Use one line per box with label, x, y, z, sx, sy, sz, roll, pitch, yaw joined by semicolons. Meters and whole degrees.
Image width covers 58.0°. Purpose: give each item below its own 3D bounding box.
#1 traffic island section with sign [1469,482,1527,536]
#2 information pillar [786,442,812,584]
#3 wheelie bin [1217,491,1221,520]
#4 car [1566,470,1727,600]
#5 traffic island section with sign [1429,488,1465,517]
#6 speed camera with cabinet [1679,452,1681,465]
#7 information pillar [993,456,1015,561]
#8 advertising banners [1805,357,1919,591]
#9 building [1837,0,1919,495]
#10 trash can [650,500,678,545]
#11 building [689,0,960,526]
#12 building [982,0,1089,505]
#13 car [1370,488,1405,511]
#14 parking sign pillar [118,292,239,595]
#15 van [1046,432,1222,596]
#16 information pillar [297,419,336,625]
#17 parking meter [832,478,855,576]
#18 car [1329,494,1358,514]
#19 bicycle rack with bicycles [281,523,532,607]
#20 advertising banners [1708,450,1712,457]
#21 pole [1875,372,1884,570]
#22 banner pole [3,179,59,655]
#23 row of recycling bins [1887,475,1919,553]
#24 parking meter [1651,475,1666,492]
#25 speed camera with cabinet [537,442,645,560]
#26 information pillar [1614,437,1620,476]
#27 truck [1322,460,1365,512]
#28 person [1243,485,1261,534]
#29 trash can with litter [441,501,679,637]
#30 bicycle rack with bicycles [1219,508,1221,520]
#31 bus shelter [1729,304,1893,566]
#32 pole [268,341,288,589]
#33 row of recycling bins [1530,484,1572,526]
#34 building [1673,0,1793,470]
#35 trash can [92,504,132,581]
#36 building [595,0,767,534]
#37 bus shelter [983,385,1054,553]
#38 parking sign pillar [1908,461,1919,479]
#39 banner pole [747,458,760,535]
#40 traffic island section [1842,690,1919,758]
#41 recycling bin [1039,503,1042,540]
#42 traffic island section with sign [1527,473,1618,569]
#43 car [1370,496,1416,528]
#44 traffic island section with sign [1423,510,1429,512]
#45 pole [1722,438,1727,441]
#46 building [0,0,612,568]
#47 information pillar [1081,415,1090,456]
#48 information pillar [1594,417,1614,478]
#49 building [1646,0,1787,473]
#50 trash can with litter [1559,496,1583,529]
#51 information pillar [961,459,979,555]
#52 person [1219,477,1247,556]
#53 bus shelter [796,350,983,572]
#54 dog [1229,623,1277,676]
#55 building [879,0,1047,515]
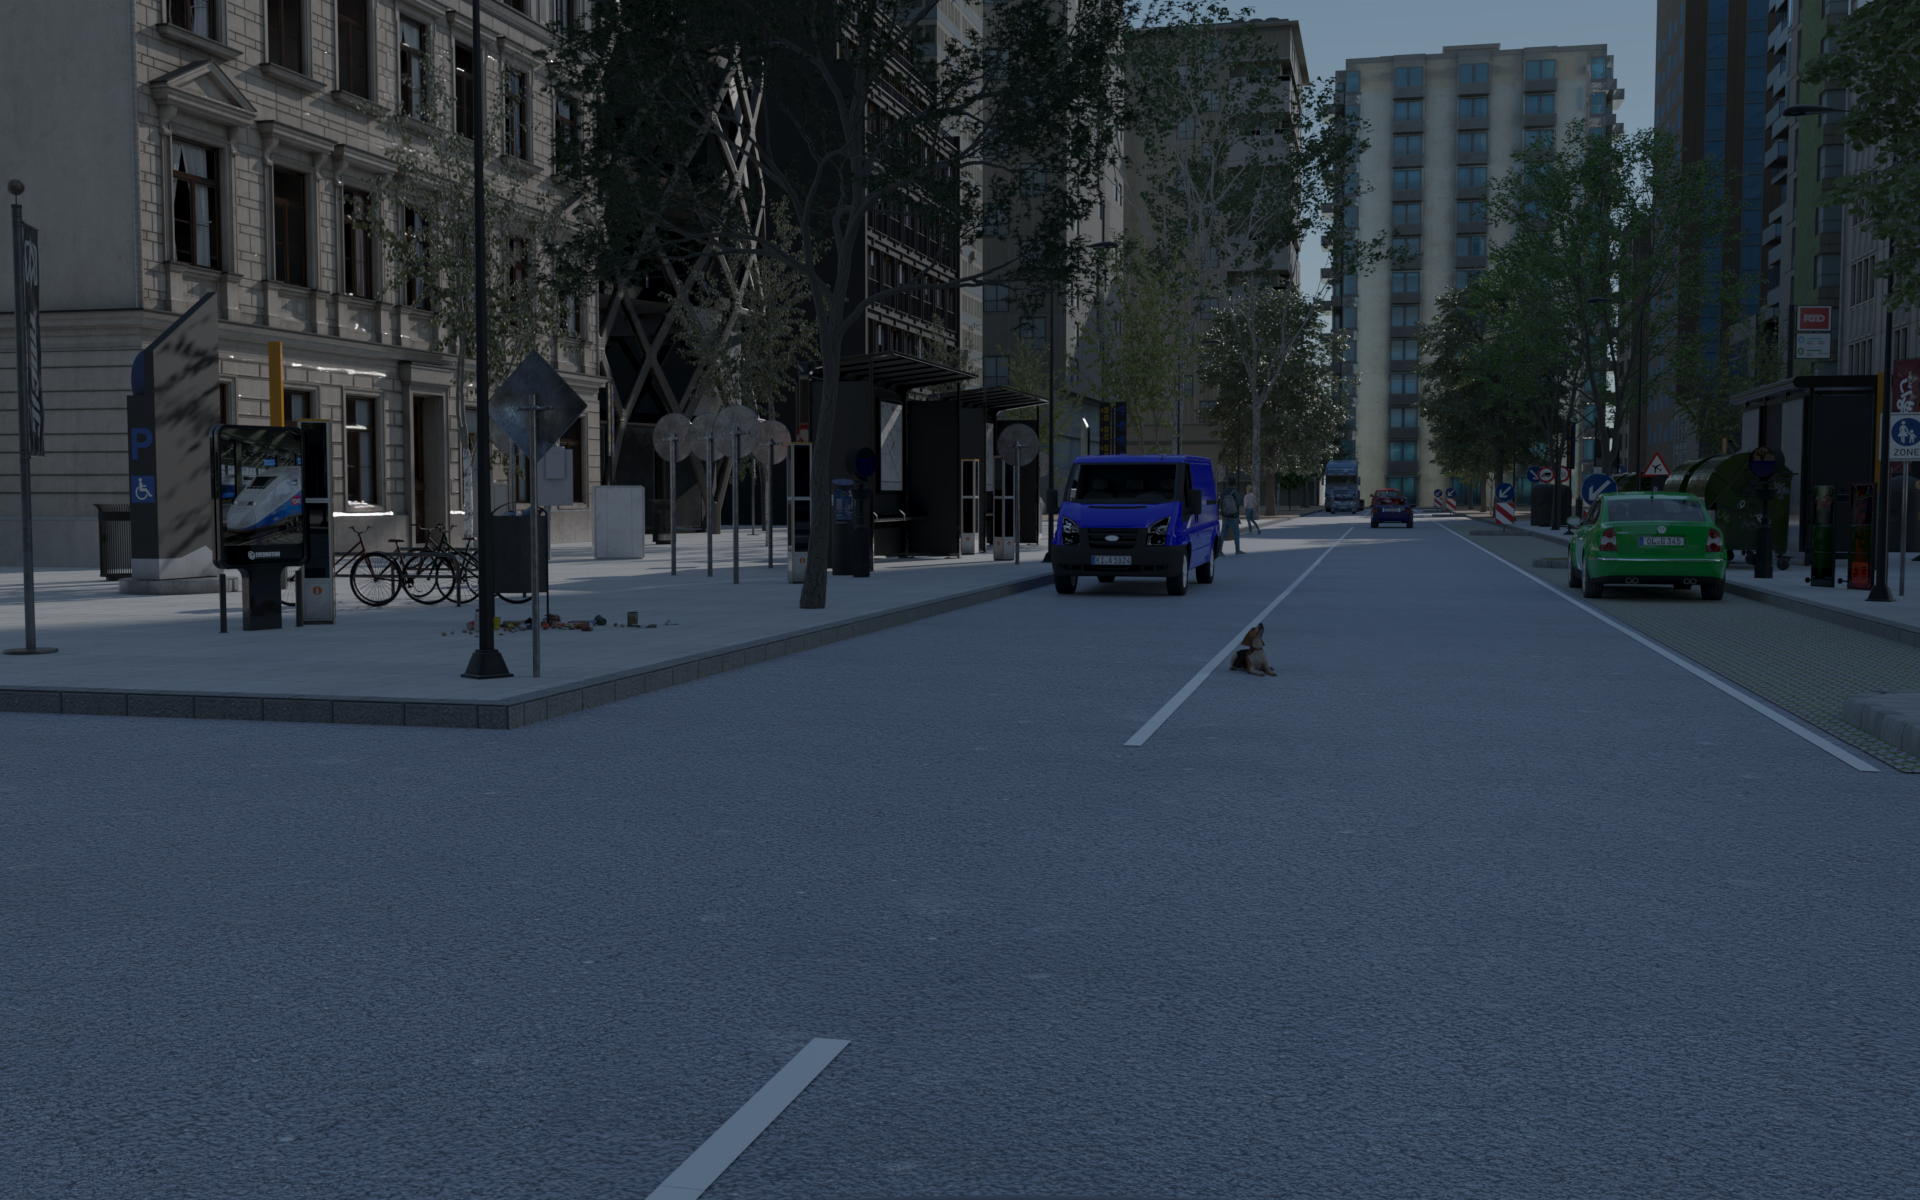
traffic island section with sign;18.677;-3.136;59.900;1.989;1.847;2.006;1;4;14
information pillar;-2.295;-1.242;24.794;0.304;2.012;0.304;-1;4;-19
wheelie bin;11.352;-4.299;78.198;0.693;1.594;0.980;-2;4;-27
car;9.760;-0.979;24.797;1.959;1.807;4.718;1;4;15
traffic island section with sign;30.833;-6.157;109.287;1.989;1.847;2.006;1;4;14
speed camera with cabinet;32.894;-5.268;80.462;2.038;3.252;0.660;-1;4;-10
information pillar;0.846;-1.763;33.309;0.304;2.012;0.304;-3;5;-40
advertising banners;12.057;-1.648;23.135;0.090;3.025;2.074;-1;4;-11
building;43.366;-15.251;67.376;12.078;24.808;19.932;1;4;14
trash can;-7.543;-1.989;44.170;0.748;1.137;0.748;0;3;0
building;-7.854;-15.195;78.111;12.332;23.373;15.834;1;4;14
building;-1.864;-33.540;137.610;27.495;52.752;28.713;1;4;14
car;28.658;-6.577;116.212;2.281;1.827;5.304;1;4;14
parking sign pillar;-10.239;-2.087;22.601;1.447;3.967;1.447;1;4;13
van;2.745;-1.344;26.367;2.240;2.365;5.245;1;4;15
information pillar;-6.339;-0.770;17.076;0.304;2.012;0.304;-1;4;-16
parking meter;-1.840;-1.161;27.388;0.372;1.533;0.369;0;3;0
car;27.699;-6.912;125.008;2.014;1.417;4.499;1;4;14
bicycle rack with bicycles;-6.279;-0.438;20.546;2.925;0.926;2.852;1;4;11
advertising banners;29.935;-4.495;69.680;0.090;3.025;2.074;1;4;9
pole;15.440;-2.154;29.062;0.158;3.312;0.155;0;3;0
banner pole;-7.561;-1.473;14.098;0.401;3.779;0.863;-1;4;-14
row of recycling bins;22.192;-1.911;38.352;3.534;1.692;1.069;0;3;0
parking meter;20.973;-2.834;52.053;0.255;1.863;0.399;-1;4;-23
speed camera with cabinet;-7.262;-2.426;34.002;2.038;3.252;0.660;-1;4;-17
information pillar;27.085;-4.907;71.582;0.183;3.616;0.504;0;4;-6
truck;31.824;-9.364;142.852;2.967;4.110;18.799;1;4;15
person;10.416;-3.196;61.434;0.598;1.740;0.731;2;4;33
trash can with litter;-3.780;-0.332;16.486;2.233;1.210;1.678;-1;4;-16
bicycle rack with bicycles;11.820;-4.253;82.912;2.852;0.926;2.925;-1;4;-11
bus shelter;16.808;-3.483;34.579;2.179;5.291;8.768;1;4;14
pole;-9.160;-1.799;23.264;0.158;3.312;0.155;0;3;0
row of recycling bins;24.392;-3.924;71.277;1.069;1.692;3.534;2;4;35
building;58.781;-48.481;105.334;22.319;86.520;31.000;1;4;14
trash can;-12.444;-0.860;25.710;0.748;1.137;0.748;0;3;0
building;-15.309;-11.627;57.554;16.820;18.784;16.811;1;4;14
bus shelter;0.787;-3.020;40.664;1.731;3.624;6.357;1;4;14
parking sign pillar;30.901;-4.195;57.059;1.447;3.967;1.447;1;4;22
banner pole;-6.430;-3.916;54.041;0.401;3.779;0.863;0;4;2
traffic island section;6.327;0.761;9.840;2.009;0.180;2.903;1;4;14
recycling bin;1.876;-2.213;48.738;0.722;1.027;0.722;1;4;19
traffic island section with sign;12.233;-1.535;33.723;1.989;1.847;2.006;1;4;14
car;18.473;-3.755;73.968;1.945;1.354;3.894;1;4;15
traffic island section with sign;37.337;-7.774;135.735;1.989;1.847;2.006;1;4;14
pole;27.697;-4.219;62.818;0.158;3.312;0.155;0;3;0
building;-16.417;-10.681;39.264;10.561;19.102;19.286;1;4;14
information pillar;3.709;-3.671;51.374;0.183;3.616;0.504;-1;4;-21
information pillar;19.655;-3.777;53.104;0.504;3.616;0.183;-1;4;-10
building;60.175;-29.328;129.632;14.600;45.320;14.200;1;4;14
trash can with litter;22.949;-3.230;63.865;1.678;1.210;2.233;1;4;21
information pillar;0.212;-1.964;36.605;0.304;2.012;0.304;1;4;18
person;6.154;-1.900;39.552;0.713;1.824;0.794;-2;4;-26
bus shelter;-1.200;-2.465;31.584;1.731;3.624;6.357;1;4;14
dog;2.421;0.379;13.993;0.550;0.427;0.748;2;4;33
building;-11.914;-25.177;103.531;32.217;40.220;23.993;1;4;14
